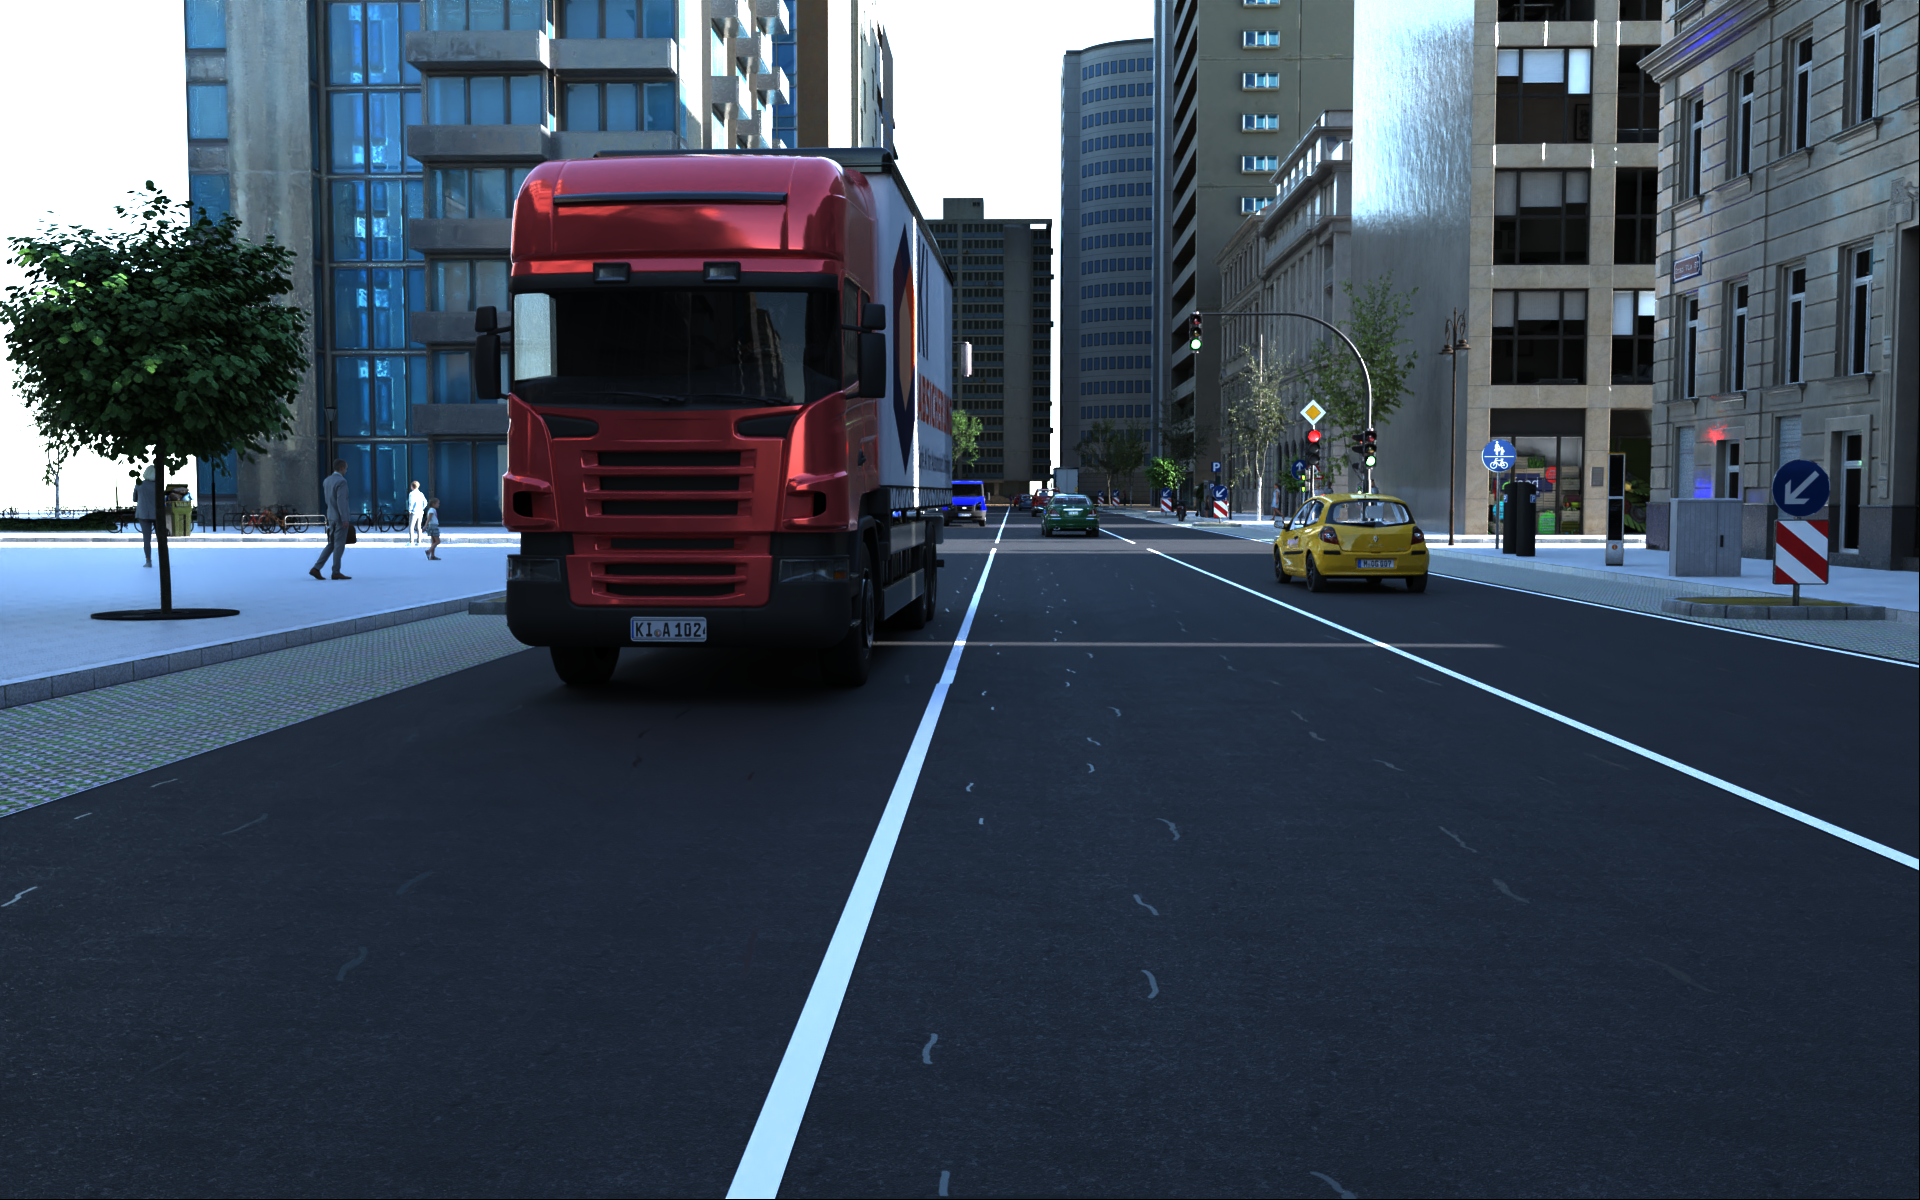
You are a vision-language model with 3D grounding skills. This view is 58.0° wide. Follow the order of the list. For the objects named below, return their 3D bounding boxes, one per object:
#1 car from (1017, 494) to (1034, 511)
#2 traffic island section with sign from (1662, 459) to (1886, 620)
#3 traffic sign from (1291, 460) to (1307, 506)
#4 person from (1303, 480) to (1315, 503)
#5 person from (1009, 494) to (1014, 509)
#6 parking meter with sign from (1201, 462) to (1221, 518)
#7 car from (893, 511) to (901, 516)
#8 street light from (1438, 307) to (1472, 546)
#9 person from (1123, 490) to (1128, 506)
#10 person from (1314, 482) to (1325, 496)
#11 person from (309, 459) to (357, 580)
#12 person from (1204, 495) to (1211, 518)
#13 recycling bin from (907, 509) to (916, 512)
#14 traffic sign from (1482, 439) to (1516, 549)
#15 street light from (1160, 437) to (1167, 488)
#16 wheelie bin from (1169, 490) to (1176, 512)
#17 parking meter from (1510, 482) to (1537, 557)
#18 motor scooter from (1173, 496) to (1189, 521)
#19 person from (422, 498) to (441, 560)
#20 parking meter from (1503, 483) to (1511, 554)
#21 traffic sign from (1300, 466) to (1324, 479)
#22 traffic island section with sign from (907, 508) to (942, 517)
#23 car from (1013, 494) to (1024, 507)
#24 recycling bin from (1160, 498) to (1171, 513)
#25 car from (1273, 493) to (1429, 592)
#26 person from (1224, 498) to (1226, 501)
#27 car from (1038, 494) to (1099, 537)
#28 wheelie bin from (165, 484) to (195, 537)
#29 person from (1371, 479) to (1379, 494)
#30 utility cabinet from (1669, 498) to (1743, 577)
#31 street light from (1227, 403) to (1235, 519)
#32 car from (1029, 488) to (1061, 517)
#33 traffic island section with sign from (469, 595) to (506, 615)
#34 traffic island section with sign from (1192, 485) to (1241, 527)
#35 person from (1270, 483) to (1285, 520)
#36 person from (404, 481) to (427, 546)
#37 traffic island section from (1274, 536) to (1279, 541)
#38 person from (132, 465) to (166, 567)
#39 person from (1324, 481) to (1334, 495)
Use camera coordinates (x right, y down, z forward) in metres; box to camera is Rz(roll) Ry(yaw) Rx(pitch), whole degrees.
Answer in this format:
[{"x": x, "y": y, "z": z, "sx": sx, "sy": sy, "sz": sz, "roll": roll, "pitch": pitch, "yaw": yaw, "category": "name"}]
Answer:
[{"x": 5.920, "y": -8.401, "z": 149.356, "sx": 2.014, "sy": 1.417, "sz": 4.499, "roll": 0, "pitch": 4, "yaw": 1, "category": "car"}, {"x": 9.502, "y": -0.728, "z": 20.526, "sx": 1.989, "sy": 1.847, "sz": 2.006, "roll": 0, "pitch": 4, "yaw": 2, "category": "traffic island section with sign"}, {"x": 12.602, "y": -3.910, "z": 64.033, "sx": 0.768, "sy": 2.556, "sz": 0.104, "roll": 0, "pitch": 4, "yaw": 2, "category": "traffic sign"}, {"x": 14.089, "y": -3.917, "z": 69.959, "sx": 0.514, "sy": 1.842, "sz": 0.818, "roll": 1, "pitch": 4, "yaw": 20, "category": "person"}, {"x": 5.052, "y": -9.706, "z": 170.415, "sx": 0.599, "sy": 1.433, "sz": 0.991, "roll": -1, "pitch": 4, "yaw": -20, "category": "person"}, {"x": 13.667, "y": -6.023, "z": 94.743, "sx": 0.543, "sy": 3.016, "sz": 1.738, "roll": -1, "pitch": 4, "yaw": -15, "category": "parking meter with sign"}, {"x": -3.334, "y": -3.911, "z": 73.536, "sx": 1.945, "sy": 1.707, "sz": 3.694, "roll": 0, "pitch": 4, "yaw": 3, "category": "car"}, {"x": 12.243, "y": -4.293, "z": 42.980, "sx": 0.468, "sy": 5.910, "sz": 1.993, "roll": 0, "pitch": 4, "yaw": 2, "category": "street light"}, {"x": 18.498, "y": -11.428, "z": 193.617, "sx": 0.721, "sy": 1.743, "sz": 1.217, "roll": 2, "pitch": 4, "yaw": 25, "category": "person"}, {"x": 14.104, "y": -3.708, "z": 67.345, "sx": 0.731, "sy": 1.740, "sz": 0.598, "roll": -2, "pitch": 4, "yaw": -34, "category": "person"}, {"x": -9.337, "y": -1.213, "z": 26.004, "sx": 0.709, "sy": 1.813, "sz": 0.853, "roll": 3, "pitch": 4, "yaw": 38, "category": "person"}, {"x": 13.339, "y": -5.049, "z": 93.266, "sx": 0.373, "sy": 1.253, "sz": 0.362, "roll": -1, "pitch": 4, "yaw": -12, "category": "person"}, {"x": -3.667, "y": -6.907, "z": 125.481, "sx": 0.722, "sy": 1.027, "sz": 0.722, "roll": 2, "pitch": 4, "yaw": 24, "category": "recycling bin"}, {"x": 12.511, "y": -2.456, "z": 40.263, "sx": 0.768, "sy": 2.556, "sz": 0.104, "roll": 1, "pitch": 4, "yaw": 11, "category": "traffic sign"}, {"x": 14.739, "y": -9.328, "z": 125.303, "sx": 0.468, "sy": 5.910, "sz": 1.993, "roll": 0, "pitch": 4, "yaw": 2, "category": "street light"}, {"x": 14.860, "y": -6.992, "z": 122.230, "sx": 0.693, "sy": 1.594, "sz": 0.980, "roll": 1, "pitch": 4, "yaw": 18, "category": "wheelie bin"}, {"x": 11.665, "y": -1.667, "z": 35.669, "sx": 0.372, "sy": 1.533, "sz": 0.369, "roll": 0, "pitch": 3, "yaw": 0, "category": "parking meter"}, {"x": 11.587, "y": -4.763, "z": 90.657, "sx": 0.815, "sy": 1.314, "sz": 1.986, "roll": 0, "pitch": 4, "yaw": 3, "category": "motor scooter"}, {"x": -10.299, "y": -1.383, "z": 33.671, "sx": 0.382, "sy": 1.210, "sz": 0.505, "roll": -2, "pitch": 4, "yaw": -23, "category": "person"}, {"x": 11.881, "y": -1.764, "z": 37.253, "sx": 0.372, "sy": 1.533, "sz": 0.369, "roll": 0, "pitch": 3, "yaw": 0, "category": "parking meter"}, {"x": 12.738, "y": -3.832, "z": 62.659, "sx": 0.884, "sy": 2.594, "sz": 0.081, "roll": 0, "pitch": 4, "yaw": 6, "category": "traffic sign"}, {"x": -2.197, "y": -5.863, "z": 104.492, "sx": 1.989, "sy": 1.847, "sz": 2.006, "roll": 0, "pitch": 4, "yaw": 2, "category": "traffic island section with sign"}, {"x": 7.131, "y": -11.687, "z": 200.116, "sx": 2.155, "sy": 1.783, "sz": 4.494, "roll": 0, "pitch": 4, "yaw": 3, "category": "car"}, {"x": 14.323, "y": -6.603, "z": 120.520, "sx": 0.722, "sy": 1.027, "sz": 0.722, "roll": 0, "pitch": 4, "yaw": 5, "category": "recycling bin"}, {"x": 5.953, "y": -1.010, "z": 26.731, "sx": 2.015, "sy": 1.641, "sz": 3.980, "roll": 0, "pitch": 3, "yaw": 0, "category": "car"}, {"x": 15.967, "y": -6.078, "z": 105.597, "sx": 0.721, "sy": 1.800, "sz": 0.419, "roll": 2, "pitch": 4, "yaw": 29, "category": "person"}, {"x": 3.751, "y": -2.905, "z": 59.302, "sx": 2.131, "sy": 1.459, "sz": 4.920, "roll": 0, "pitch": 4, "yaw": 0, "category": "car"}, {"x": -23.469, "y": -2.700, "z": 52.058, "sx": 0.693, "sy": 1.594, "sz": 0.980, "roll": 3, "pitch": 5, "yaw": 43, "category": "wheelie bin"}, {"x": 15.601, "y": -3.660, "z": 65.736, "sx": 0.661, "sy": 1.843, "sz": 0.795, "roll": 0, "pitch": 4, "yaw": -4, "category": "person"}, {"x": 11.618, "y": -0.968, "z": 26.981, "sx": 1.020, "sy": 1.237, "sz": 0.306, "roll": 0, "pitch": 4, "yaw": -1, "category": "utility cabinet"}, {"x": 13.707, "y": -7.022, "z": 87.591, "sx": 0.468, "sy": 5.910, "sz": 1.993, "roll": 0, "pitch": 4, "yaw": 2, "category": "street light"}, {"x": 5.534, "y": -6.168, "z": 109.524, "sx": 2.281, "sy": 1.827, "sz": 5.304, "roll": 0, "pitch": 4, "yaw": 2, "category": "car"}, {"x": -4.790, "y": -0.779, "z": 21.357, "sx": 1.989, "sy": 1.847, "sz": 2.006, "roll": 0, "pitch": 4, "yaw": 2, "category": "traffic island section with sign"}, {"x": 11.244, "y": -4.126, "z": 76.089, "sx": 1.989, "sy": 1.847, "sz": 2.006, "roll": 0, "pitch": 4, "yaw": 2, "category": "traffic island section with sign"}, {"x": 15.329, "y": -4.738, "z": 83.610, "sx": 0.778, "sy": 1.811, "sz": 0.616, "roll": 2, "pitch": 4, "yaw": 28, "category": "person"}, {"x": -13.482, "y": -2.143, "z": 42.898, "sx": 0.330, "sy": 1.601, "sz": 0.589, "roll": 2, "pitch": 4, "yaw": 35, "category": "person"}, {"x": 10.468, "y": -1.787, "z": 51.502, "sx": 2.009, "sy": 0.180, "sz": 2.903, "roll": 0, "pitch": 4, "yaw": 2, "category": "traffic island section"}, {"x": -14.266, "y": -1.484, "z": 30.493, "sx": 0.537, "sy": 1.800, "sz": 0.526, "roll": -1, "pitch": 4, "yaw": -15, "category": "person"}, {"x": 14.835, "y": -3.850, "z": 69.261, "sx": 0.573, "sy": 1.790, "sz": 0.520, "roll": -3, "pitch": 5, "yaw": -41, "category": "person"}]
